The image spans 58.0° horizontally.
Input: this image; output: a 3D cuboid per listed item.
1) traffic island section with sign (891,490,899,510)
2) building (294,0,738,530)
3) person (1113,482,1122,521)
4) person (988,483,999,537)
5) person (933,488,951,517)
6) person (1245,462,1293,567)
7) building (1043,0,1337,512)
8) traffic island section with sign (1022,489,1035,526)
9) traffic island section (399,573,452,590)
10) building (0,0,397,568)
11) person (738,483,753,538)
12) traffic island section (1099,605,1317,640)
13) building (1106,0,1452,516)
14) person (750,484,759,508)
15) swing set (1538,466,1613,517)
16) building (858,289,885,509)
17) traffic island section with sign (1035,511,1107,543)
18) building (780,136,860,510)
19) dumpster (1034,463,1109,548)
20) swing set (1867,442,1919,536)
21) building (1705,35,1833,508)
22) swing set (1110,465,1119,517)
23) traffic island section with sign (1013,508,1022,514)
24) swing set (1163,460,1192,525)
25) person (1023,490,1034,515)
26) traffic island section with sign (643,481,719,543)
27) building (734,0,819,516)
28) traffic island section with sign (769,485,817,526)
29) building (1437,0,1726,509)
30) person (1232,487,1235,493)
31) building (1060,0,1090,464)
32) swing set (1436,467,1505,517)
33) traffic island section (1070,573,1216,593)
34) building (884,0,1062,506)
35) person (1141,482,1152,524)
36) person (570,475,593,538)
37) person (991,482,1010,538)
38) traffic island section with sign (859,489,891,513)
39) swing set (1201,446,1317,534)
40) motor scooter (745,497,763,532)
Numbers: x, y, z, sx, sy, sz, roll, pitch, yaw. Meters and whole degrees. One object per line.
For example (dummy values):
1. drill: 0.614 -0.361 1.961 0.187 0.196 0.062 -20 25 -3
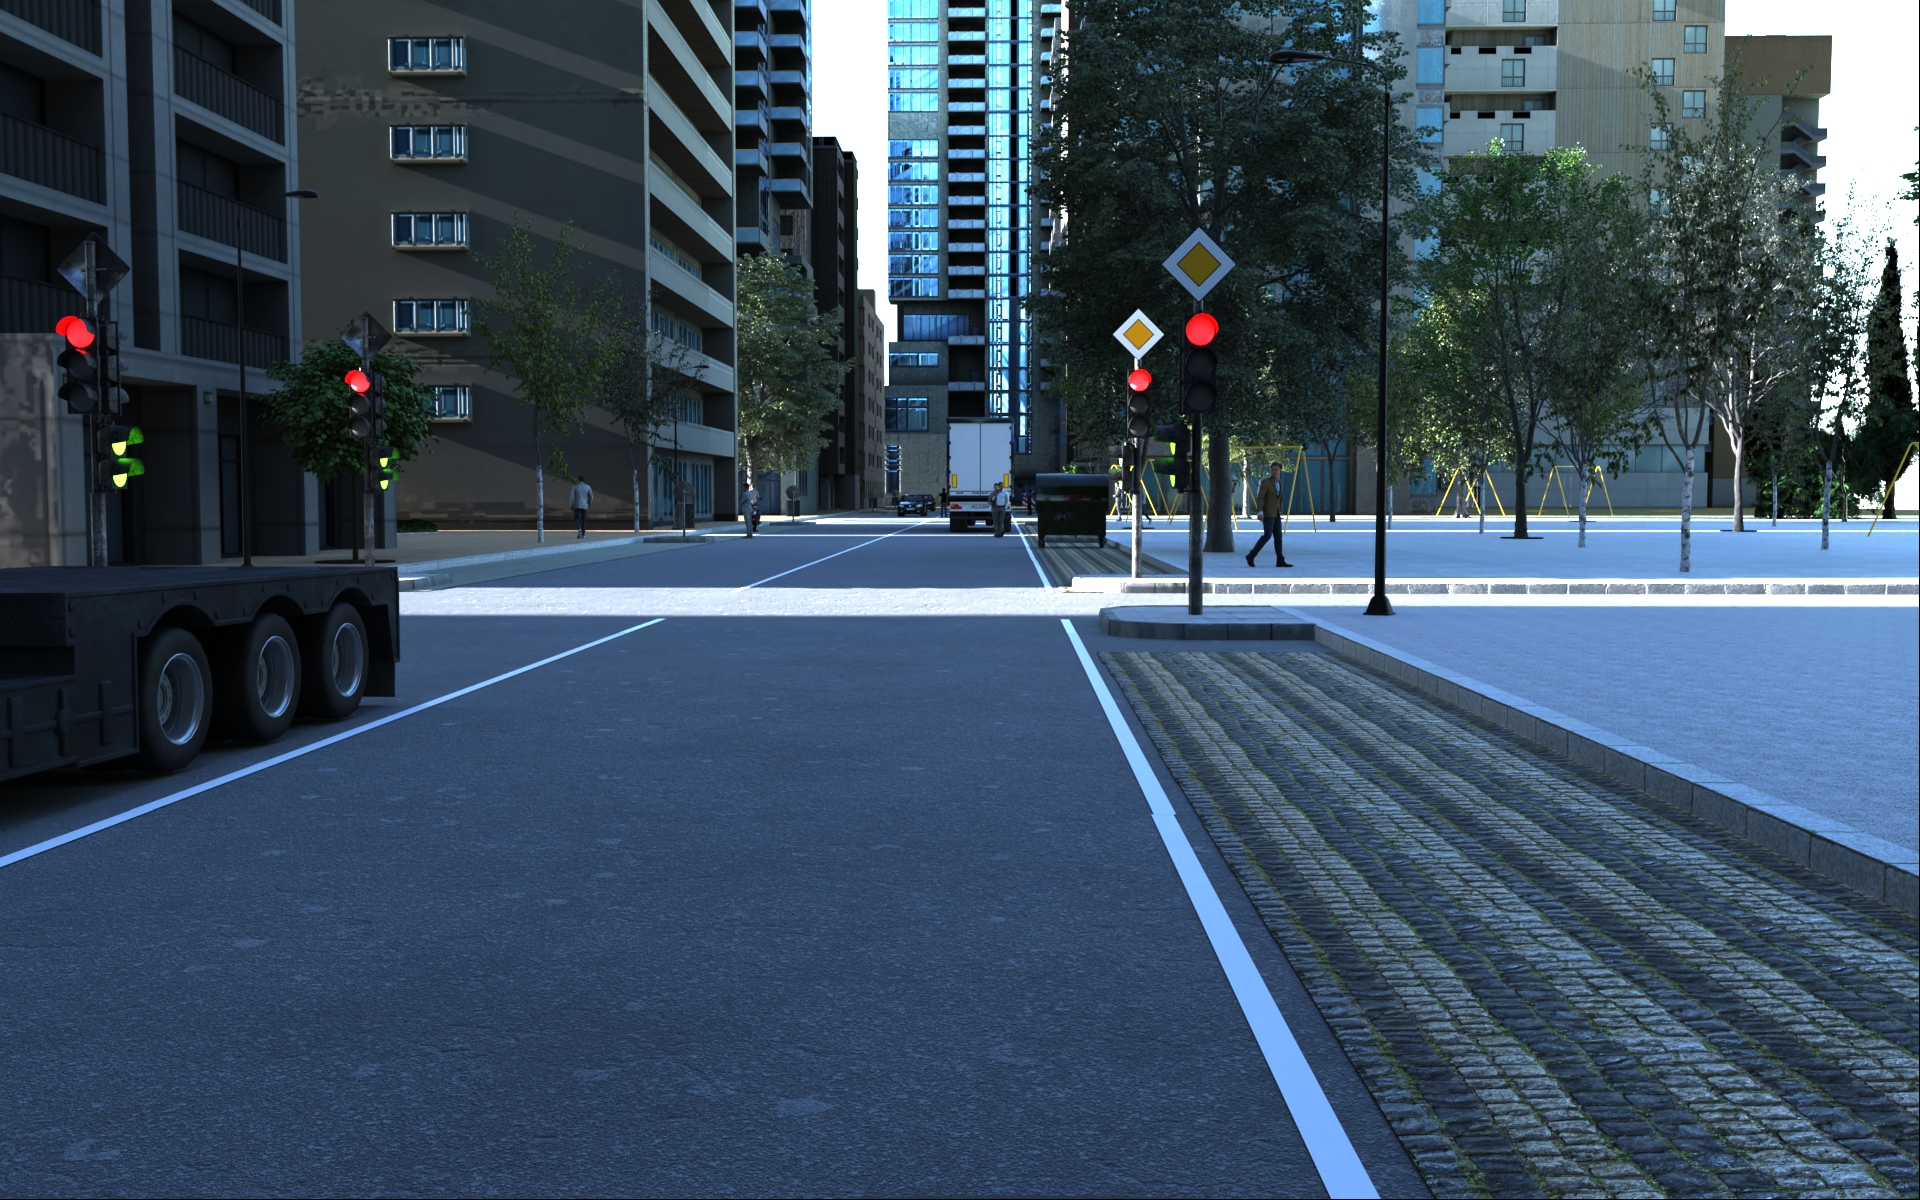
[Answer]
1. traffic island section with sign: -5.745 -8.976 155.393 1.989 1.847 2.006 0 4 1
2. building: -21.399 -27.320 70.386 21.300 48.544 21.600 0 4 1
3. person: 7.524 -4.703 82.745 0.447 1.846 0.655 0 4 0
4. person: 1.239 -3.031 58.263 0.606 1.804 0.583 0 4 3
5. person: -1.000 -6.031 107.124 1.348 1.822 0.705 0 4 -5
6. person: 5.424 -1.492 30.356 0.836 1.842 0.656 1 4 17
7. building: 19.612 -33.085 160.551 23.786 49.044 30.456 0 4 1
8. traffic island section with sign: 3.959 -4.303 78.985 1.989 1.847 2.006 0 4 1
9. traffic island section: -9.118 -0.272 26.722 2.009 0.180 2.903 0 4 1
10. building: -23.738 -36.491 34.876 20.563 71.187 20.611 0 4 1
11. person: -6.958 -2.903 56.138 0.466 1.800 0.511 0 4 -2
12. traffic island section: 2.531 0.234 18.456 2.009 0.180 2.903 0 4 1
13. building: 19.150 -30.356 115.935 23.786 49.044 30.456 0 4 1
14. person: -10.456 -4.948 87.138 0.606 1.804 0.583 -2 4 -26
15. swing set: 34.410 -6.080 97.031 3.119 2.851 2.862 -1 4 -16
16. building: -22.479 -19.551 164.701 28.899 21.520 27.650 0 4 1
17. traffic island section with sign: 3.308 -2.613 51.351 1.989 1.847 2.006 0 4 1
18. building: -15.716 -22.520 139.904 14.160 30.474 14.107 0 4 1
19. dumpster: 2.965 -2.514 46.053 1.985 2.255 1.502 0 4 2
20. swing set: 29.053 -3.281 51.262 2.862 2.851 3.119 0 4 -8
21. building: 73.080 -31.645 167.499 14.200 45.320 14.600 0 4 1
22. swing set: 8.890 -5.911 94.272 2.862 2.851 3.119 2 4 28
23. traffic island section with sign: 5.133 -7.311 128.164 1.989 1.847 2.006 0 4 1
24. swing set: 10.694 -4.580 72.502 2.862 2.851 3.119 3 5 41
25. person: 4.637 -6.578 116.729 0.721 1.739 1.217 -2 4 -33
26. traffic island section with sign: -8.206 -2.611 51.311 1.989 1.847 2.006 0 4 1
27. building: -20.437 -49.120 115.786 22.319 86.520 31.000 0 4 1
28. traffic island section with sign: -7.570 -4.290 78.771 1.989 1.847 2.006 0 4 1
29. building: 52.078 -34.967 160.956 27.495 52.752 28.713 0 4 1
30. person: 7.594 -2.725 49.960 0.648 1.900 0.474 -3 5 -45
31. building: 15.228 -29.869 138.476 14.600 45.320 14.200 0 4 1
32. swing set: 29.407 -6.230 99.487 2.862 2.851 3.119 -1 4 -10
33. traffic island section: 2.720 -0.254 26.438 2.009 0.180 2.903 0 4 1
34. building: 3.881 -53.928 194.396 31.000 86.520 22.319 0 4 1
35. person: 7.705 -4.111 73.104 0.795 1.843 0.661 -1 4 -17
36. person: -10.961 -2.711 50.207 0.661 1.843 0.795 -1 4 -22
37. person: 1.319 -2.977 57.277 0.679 1.850 0.850 2 4 25
38. traffic island section with sign: -6.391 -7.328 128.445 1.989 1.847 2.006 0 4 1
39. swing set: 10.033 -3.642 57.167 3.119 2.851 2.862 2 4 32
40. motor scooter: -7.796 -3.200 65.103 0.815 1.314 1.986 0 4 1
